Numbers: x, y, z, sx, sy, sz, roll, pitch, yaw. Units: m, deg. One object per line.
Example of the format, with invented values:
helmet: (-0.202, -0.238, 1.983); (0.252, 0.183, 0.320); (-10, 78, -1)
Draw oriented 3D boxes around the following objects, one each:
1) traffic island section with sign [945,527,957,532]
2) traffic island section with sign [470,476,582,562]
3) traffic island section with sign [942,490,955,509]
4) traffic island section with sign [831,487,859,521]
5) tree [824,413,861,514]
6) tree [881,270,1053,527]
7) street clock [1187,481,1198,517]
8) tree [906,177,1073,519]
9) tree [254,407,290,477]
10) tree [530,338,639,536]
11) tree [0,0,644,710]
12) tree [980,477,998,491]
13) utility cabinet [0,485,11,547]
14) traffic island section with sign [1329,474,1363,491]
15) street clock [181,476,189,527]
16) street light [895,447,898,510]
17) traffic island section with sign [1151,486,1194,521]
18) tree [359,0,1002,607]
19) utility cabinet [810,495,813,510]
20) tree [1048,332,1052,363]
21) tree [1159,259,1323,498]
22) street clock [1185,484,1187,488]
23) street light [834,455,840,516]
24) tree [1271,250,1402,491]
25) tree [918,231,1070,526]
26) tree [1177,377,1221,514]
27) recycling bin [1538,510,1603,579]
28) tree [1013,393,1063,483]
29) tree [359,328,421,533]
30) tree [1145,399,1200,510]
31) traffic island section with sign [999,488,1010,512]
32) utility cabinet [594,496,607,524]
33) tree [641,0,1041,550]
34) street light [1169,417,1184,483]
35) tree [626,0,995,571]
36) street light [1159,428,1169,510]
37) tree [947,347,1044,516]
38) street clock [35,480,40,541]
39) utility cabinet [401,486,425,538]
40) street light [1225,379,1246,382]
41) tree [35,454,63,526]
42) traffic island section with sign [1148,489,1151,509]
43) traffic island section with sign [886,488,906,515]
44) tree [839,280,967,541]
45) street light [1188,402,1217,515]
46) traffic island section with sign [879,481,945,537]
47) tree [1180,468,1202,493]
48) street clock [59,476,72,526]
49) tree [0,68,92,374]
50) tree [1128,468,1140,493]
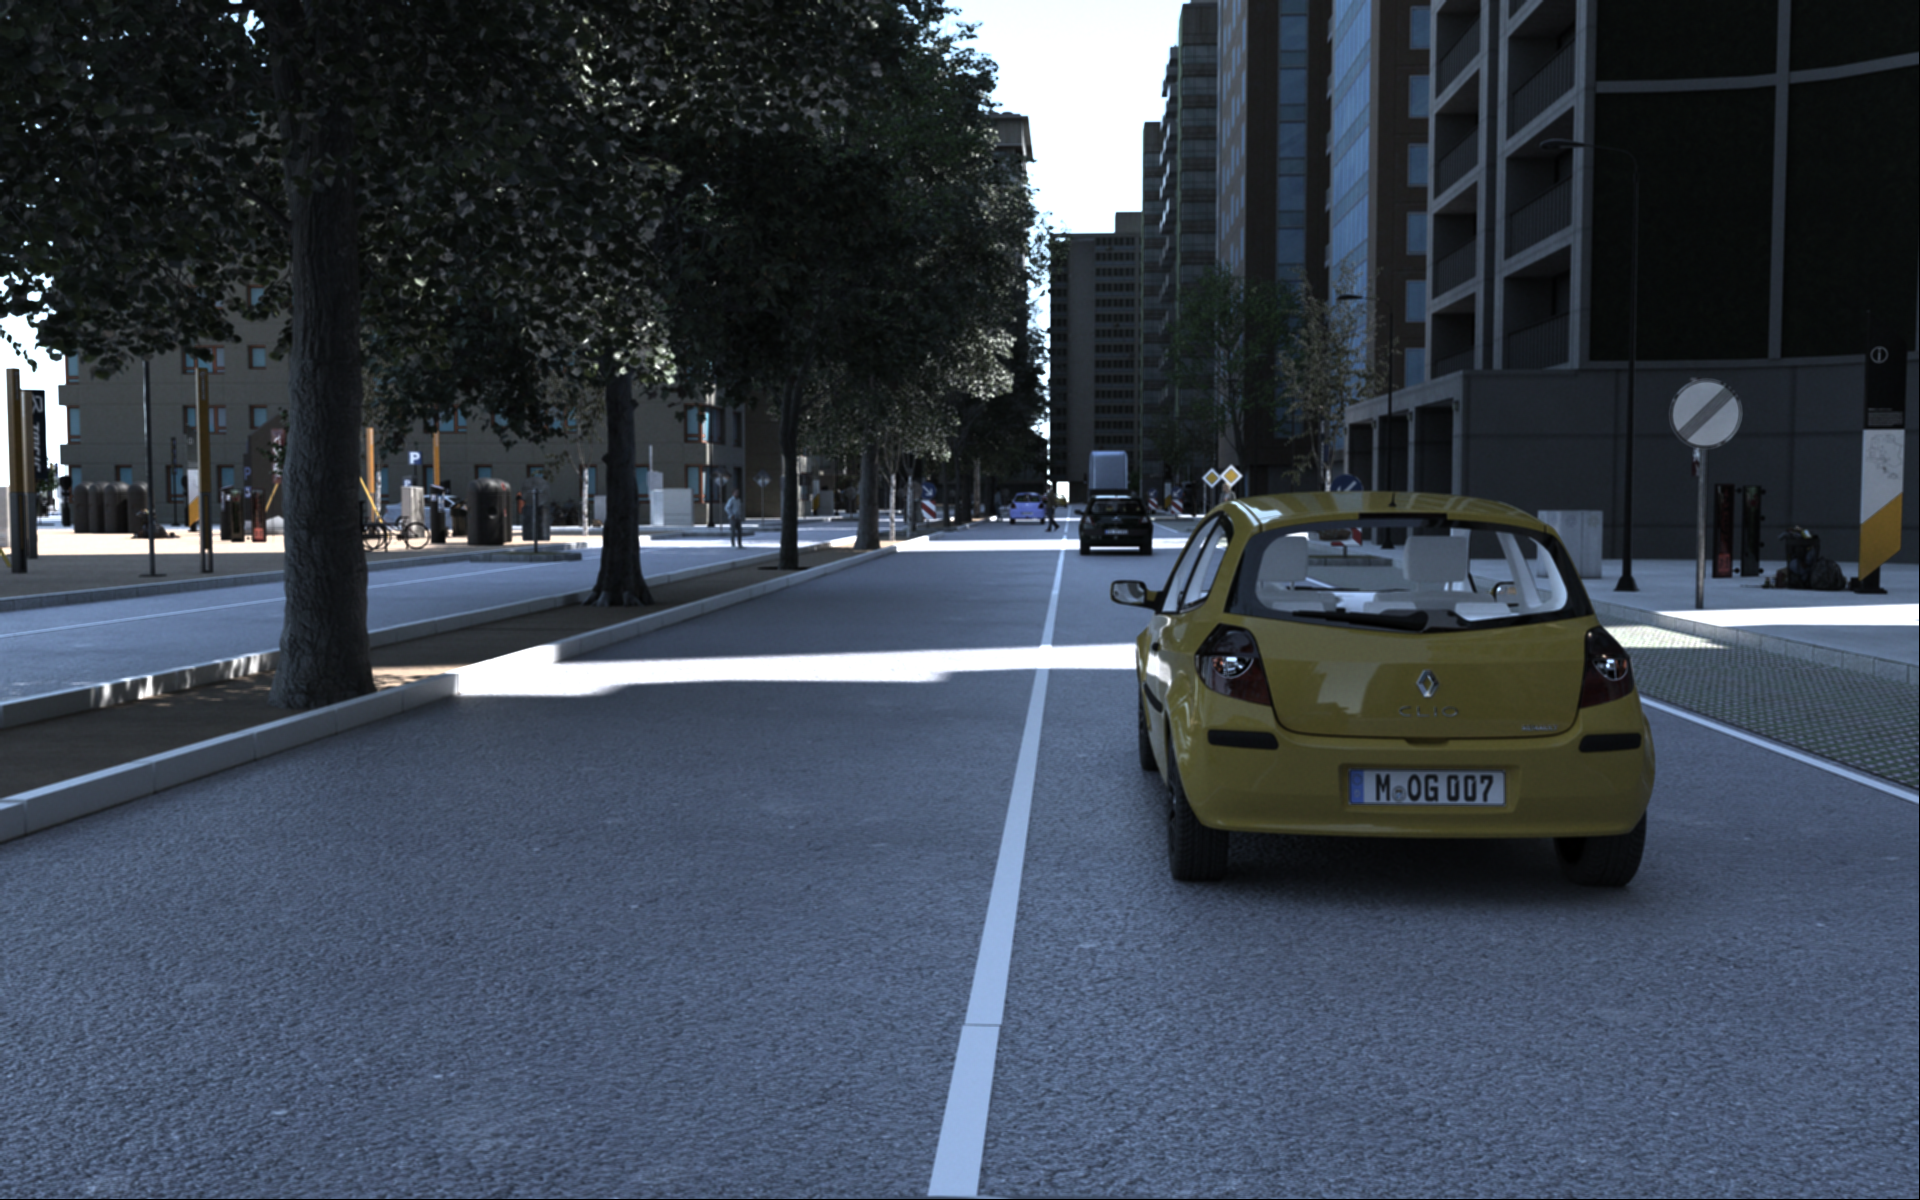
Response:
traffic island section with sign: (-1.178, -3.559, 66.322); (2.006, 1.907, 1.989); (0, 4, 4)
traffic island section with sign: (-9.262, -1.753, 37.291); (1.989, 1.847, 2.006); (0, 4, 4)
traffic island section with sign: (-0.717, -9.802, 168.895); (1.989, 1.847, 2.006); (0, 4, 4)
traffic island section with sign: (-5.739, -5.076, 91.617); (1.989, 1.847, 2.006); (0, 4, 4)
tree: (-7.216, -9.900, 112.227); (4.737, 8.622, 4.395); (0, 3, 0)
tree: (-0.470, -8.078, 68.945); (8.767, 10.594, 7.601); (0, 4, 4)
street clock: (13.277, -5.722, 98.122); (0.358, 2.002, 0.471); (2, 4, 26)
tree: (-0.183, -14.836, 100.913); (12.611, 20.169, 13.585); (0, 3, 0)
tree: (-12.435, -2.375, 33.432); (1.663, 3.219, 1.824); (0, 3, 0)
tree: (-11.434, -6.247, 52.508); (4.360, 8.622, 3.978); (0, 3, 0)
tree: (-4.337, -6.259, 11.454); (9.857, 13.997, 8.962); (0, 3, 0)
tree: (2.599, -10.732, 128.284); (4.360, 8.622, 3.978); (0, 3, 0)
utility cabinet: (-23.107, -2.016, 41.636); (1.173, 1.500, 0.318); (2, 4, 32)
traffic island section with sign: (7.604, -1.621, 35.128); (1.989, 1.847, 2.006); (0, 4, 4)
street clock: (-30.490, -3.903, 68.377); (0.358, 2.002, 0.471); (0, 4, 6)
street light: (-4.486, -10.072, 137.223); (1.470, 5.913, 1.316); (0, 4, 4)
traffic island section with sign: (11.240, -5.038, 90.992); (1.989, 1.847, 2.006); (0, 4, 4)
tree: (-4.365, -6.279, 22.120); (9.611, 12.733, 9.660); (0, 3, 0)
utility cabinet: (-11.667, -7.906, 140.420); (1.020, 1.237, 0.306); (1, 4, 10)
tree: (0.284, -11.047, 89.735); (9.857, 13.997, 8.962); (0, 3, 0)
tree: (12.518, -9.278, 77.449); (9.928, 11.665, 9.643); (0, 3, 0)
street clock: (16.030, -7.168, 121.773); (0.358, 2.002, 0.471); (3, 5, 44)
street light: (-6.758, -7.938, 102.322); (1.470, 5.913, 1.316); (0, 4, 4)
tree: (11.383, -6.293, 53.256); (4.360, 8.622, 3.978); (0, 3, 0)
tree: (-0.088, -10.147, 78.738); (12.009, 13.543, 11.850); (0, 3, 0)
tree: (15.613, -9.679, 108.609); (4.360, 8.622, 3.978); (0, 3, 0)
recycling bin: (9.314, -0.851, 26.467); (0.722, 1.027, 0.722); (-1, 4, -10)
tree: (2.354, -12.252, 119.777); (9.611, 12.733, 9.660); (0, 3, 0)
tree: (-19.252, -6.540, 57.285); (4.360, 8.622, 3.978); (0, 3, 0)
tree: (16.570, -11.314, 135.346); (4.737, 8.622, 4.395); (0, 3, 0)
traffic island section with sign: (3.677, -8.145, 141.304); (2.006, 1.907, 1.989); (0, 4, 4)
utility cabinet: (-14.556, -3.684, 71.396); (1.020, 1.237, 0.306); (0, 4, -7)
tree: (-2.388, -8.263, 44.220); (9.857, 13.997, 8.962); (0, 3, 0)
street light: (13.541, -8.075, 104.573); (1.470, 5.913, 1.316); (0, 4, 4)
tree: (-3.139, -6.365, 32.277); (9.928, 11.665, 9.643); (0, 3, 0)
street light: (14.665, -9.137, 121.932); (1.470, 5.913, 1.316); (0, 4, 4)
tree: (1.681, -11.657, 111.175); (7.486, 12.596, 7.792); (0, 3, 0)
street clock: (-25.033, -2.577, 46.696); (0.471, 2.002, 0.358); (0, 4, -6)
utility cabinet: (-15.819, -2.535, 50.132); (0.318, 1.500, 1.173); (0, 4, 0)
street light: (11.380, -5.952, 69.849); (1.470, 5.913, 1.316); (0, 4, 4)
tree: (-37.811, -4.667, 70.908); (1.663, 3.219, 1.824); (0, 3, 0)
traffic island section with sign: (12.980, -6.683, 117.891); (1.989, 1.847, 2.006); (0, 4, 4)
traffic island section with sign: (-3.981, -6.729, 118.654); (1.989, 1.847, 2.006); (0, 4, 4)
tree: (-1.666, -6.364, 56.865); (4.360, 8.622, 3.978); (0, 3, 0)
street light: (12.364, -7.014, 87.217); (1.470, 5.913, 1.316); (0, 4, 4)
traffic island section with sign: (-1.668, -3.107, 58.931); (2.006, 1.907, 1.989); (0, 4, 4)
tree: (16.963, -8.101, 127.047); (1.663, 3.219, 1.824); (0, 3, 0)
street clock: (-35.388, -3.914, 68.569); (0.358, 2.002, 0.471); (1, 4, 11)
tree: (-12.948, -4.366, 21.743); (4.737, 8.622, 4.395); (0, 3, 0)
tree: (22.342, -14.343, 218.216); (4.285, 4.588, 4.351); (0, 3, 0)
